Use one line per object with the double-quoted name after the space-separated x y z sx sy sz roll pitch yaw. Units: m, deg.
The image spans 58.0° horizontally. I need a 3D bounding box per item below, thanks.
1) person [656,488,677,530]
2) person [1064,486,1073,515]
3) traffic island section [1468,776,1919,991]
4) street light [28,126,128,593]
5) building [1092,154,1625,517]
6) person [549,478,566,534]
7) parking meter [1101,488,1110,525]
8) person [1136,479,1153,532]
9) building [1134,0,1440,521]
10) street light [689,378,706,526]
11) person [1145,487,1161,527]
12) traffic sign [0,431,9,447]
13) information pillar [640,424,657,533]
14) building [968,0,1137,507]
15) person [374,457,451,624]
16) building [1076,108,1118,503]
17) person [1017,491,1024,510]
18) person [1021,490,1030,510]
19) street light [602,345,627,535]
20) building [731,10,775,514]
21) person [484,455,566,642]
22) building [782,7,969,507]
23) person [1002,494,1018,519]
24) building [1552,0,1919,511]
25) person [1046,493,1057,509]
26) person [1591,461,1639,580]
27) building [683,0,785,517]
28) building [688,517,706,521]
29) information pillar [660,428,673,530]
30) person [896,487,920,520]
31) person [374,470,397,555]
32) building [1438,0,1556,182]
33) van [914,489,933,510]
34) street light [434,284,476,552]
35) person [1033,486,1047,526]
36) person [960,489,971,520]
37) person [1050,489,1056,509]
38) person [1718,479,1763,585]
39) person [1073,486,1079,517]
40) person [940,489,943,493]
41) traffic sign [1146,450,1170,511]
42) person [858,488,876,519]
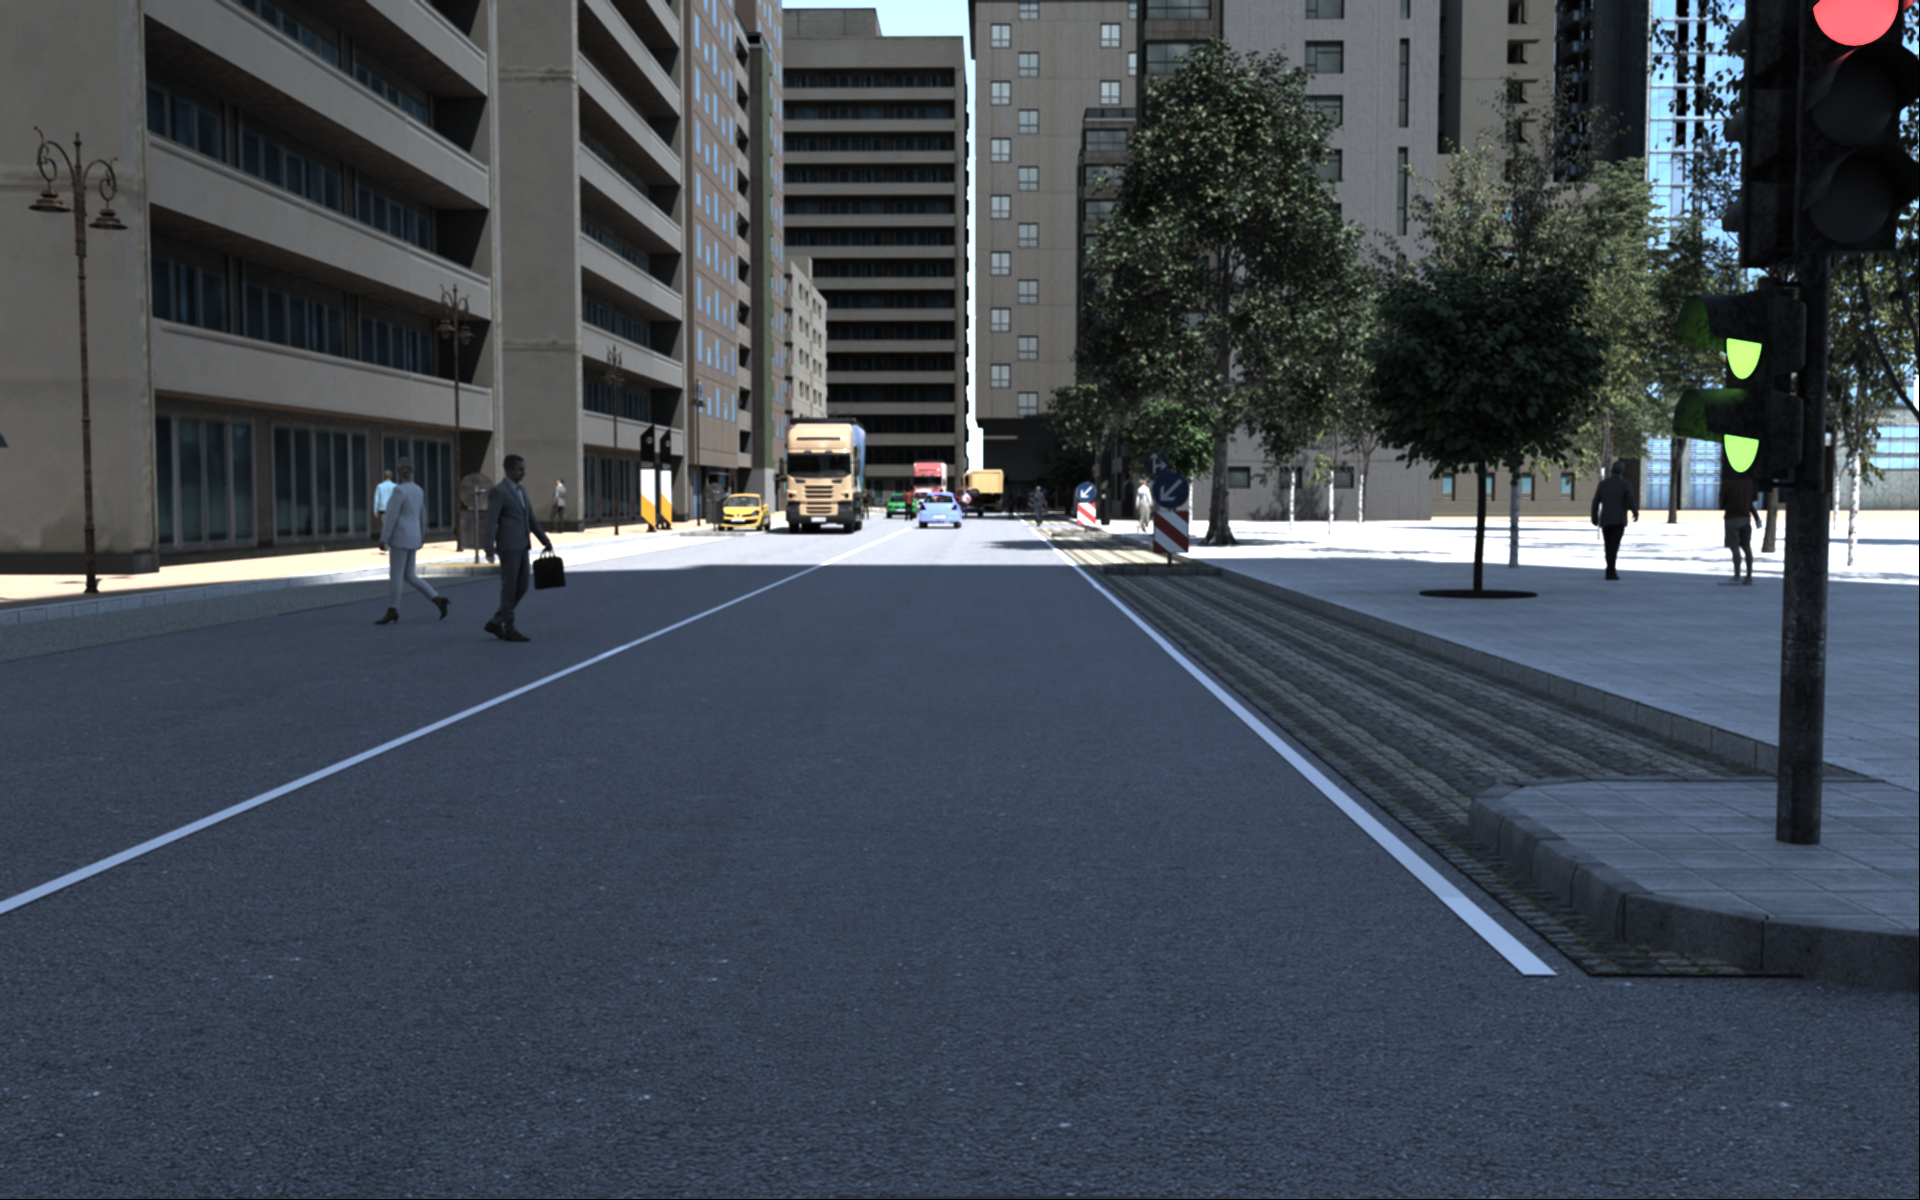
-10.664 -3.444 62.480 0.853 1.813 0.709 0 4 3 "person"
6.700 -6.102 106.370 0.434 1.755 0.990 -2 4 -26 "person"
3.121 0.971 6.405 2.009 0.180 2.903 0 4 1 "traffic island section"
-11.270 -3.028 22.293 0.468 5.910 1.993 0 4 1 "street light"
23.185 -16.260 110.890 27.650 21.520 28.899 0 4 1 "building"
-13.102 -3.070 56.412 0.473 1.802 0.592 2 4 35 "person"
5.969 -3.832 71.060 0.372 1.533 0.369 0 3 0 "parking meter"
6.072 -3.142 57.634 0.641 1.798 0.478 -3 4 -36 "person"
15.854 -19.396 88.827 14.160 30.474 14.107 0 4 1 "building"
-10.447 -5.889 69.071 0.468 5.910 1.993 0 4 1 "street light"
7.497 -3.715 66.696 0.836 1.842 0.656 2 4 30 "person"
-11.265 -1.208 19.762 0.884 2.594 0.081 0 4 8 "traffic sign"
-10.375 -4.055 57.657 0.504 3.616 0.183 1 4 11 "information pillar"
14.671 -36.148 180.255 27.495 52.752 28.713 0 4 1 "building"
-6.069 -0.659 19.154 0.818 1.842 0.514 -1 4 -9 "person"
16.169 -22.089 132.858 14.160 30.474 14.107 0 4 1 "building"
5.226 -8.642 150.528 0.721 1.736 1.217 -1 4 -23 "person"
5.671 -8.845 153.191 1.350 1.814 0.705 0 4 -6 "person"
-10.685 -4.950 53.719 0.468 5.910 1.993 0 4 1 "street light"
-19.032 -20.299 103.590 14.160 30.474 14.107 0 4 1 "building"
-4.328 -0.505 16.874 0.853 1.813 0.709 1 4 16 "person"
-9.935 -33.867 177.422 21.600 48.544 21.300 0 4 1 "building"
2.903 -5.322 98.778 1.065 1.426 0.557 2 4 35 "person"
63.395 -50.718 141.915 31.000 86.520 22.319 0 4 1 "building"
7.881 -8.621 150.258 1.065 1.426 0.557 0 4 5 "person"
9.908 -1.205 26.148 0.661 1.777 0.834 3 4 37 "person"
-19.746 -28.612 117.924 14.600 45.320 14.200 0 4 1 "building"
-19.469 -26.844 89.015 14.600 45.320 14.200 0 4 1 "building"
-10.440 -4.290 61.498 0.183 3.616 0.504 2 4 33 "information pillar"
-2.784 -5.233 94.002 1.348 1.831 0.705 0 4 -6 "person"
-11.983 -1.832 36.341 0.601 1.785 0.444 -1 4 -19 "person"
37.102 -31.802 143.659 21.600 48.544 21.300 0 4 1 "building"
-2.733 -7.473 129.199 2.013 2.044 4.112 0 3 0 "van"
-11.104 -4.004 38.258 0.468 5.910 1.993 0 4 1 "street light"
3.512 -4.143 76.667 0.576 1.772 0.534 -3 4 -37 "person"
0.230 -5.368 97.201 0.436 1.711 0.756 -3 5 -45 "person"
7.897 -8.580 147.040 0.721 1.736 1.217 1 4 21 "person"
11.013 -1.126 24.436 0.573 1.828 0.580 2 4 30 "person"
6.498 -5.453 95.865 0.621 1.740 0.551 -2 4 -35 "person"
-1.200 -6.027 107.721 1.217 1.739 0.721 -3 5 -43 "person"
5.663 -3.052 50.011 0.768 2.556 0.104 0 4 2 "traffic sign"
-5.352 -5.432 97.830 1.217 1.766 0.721 1 4 10 "person"
